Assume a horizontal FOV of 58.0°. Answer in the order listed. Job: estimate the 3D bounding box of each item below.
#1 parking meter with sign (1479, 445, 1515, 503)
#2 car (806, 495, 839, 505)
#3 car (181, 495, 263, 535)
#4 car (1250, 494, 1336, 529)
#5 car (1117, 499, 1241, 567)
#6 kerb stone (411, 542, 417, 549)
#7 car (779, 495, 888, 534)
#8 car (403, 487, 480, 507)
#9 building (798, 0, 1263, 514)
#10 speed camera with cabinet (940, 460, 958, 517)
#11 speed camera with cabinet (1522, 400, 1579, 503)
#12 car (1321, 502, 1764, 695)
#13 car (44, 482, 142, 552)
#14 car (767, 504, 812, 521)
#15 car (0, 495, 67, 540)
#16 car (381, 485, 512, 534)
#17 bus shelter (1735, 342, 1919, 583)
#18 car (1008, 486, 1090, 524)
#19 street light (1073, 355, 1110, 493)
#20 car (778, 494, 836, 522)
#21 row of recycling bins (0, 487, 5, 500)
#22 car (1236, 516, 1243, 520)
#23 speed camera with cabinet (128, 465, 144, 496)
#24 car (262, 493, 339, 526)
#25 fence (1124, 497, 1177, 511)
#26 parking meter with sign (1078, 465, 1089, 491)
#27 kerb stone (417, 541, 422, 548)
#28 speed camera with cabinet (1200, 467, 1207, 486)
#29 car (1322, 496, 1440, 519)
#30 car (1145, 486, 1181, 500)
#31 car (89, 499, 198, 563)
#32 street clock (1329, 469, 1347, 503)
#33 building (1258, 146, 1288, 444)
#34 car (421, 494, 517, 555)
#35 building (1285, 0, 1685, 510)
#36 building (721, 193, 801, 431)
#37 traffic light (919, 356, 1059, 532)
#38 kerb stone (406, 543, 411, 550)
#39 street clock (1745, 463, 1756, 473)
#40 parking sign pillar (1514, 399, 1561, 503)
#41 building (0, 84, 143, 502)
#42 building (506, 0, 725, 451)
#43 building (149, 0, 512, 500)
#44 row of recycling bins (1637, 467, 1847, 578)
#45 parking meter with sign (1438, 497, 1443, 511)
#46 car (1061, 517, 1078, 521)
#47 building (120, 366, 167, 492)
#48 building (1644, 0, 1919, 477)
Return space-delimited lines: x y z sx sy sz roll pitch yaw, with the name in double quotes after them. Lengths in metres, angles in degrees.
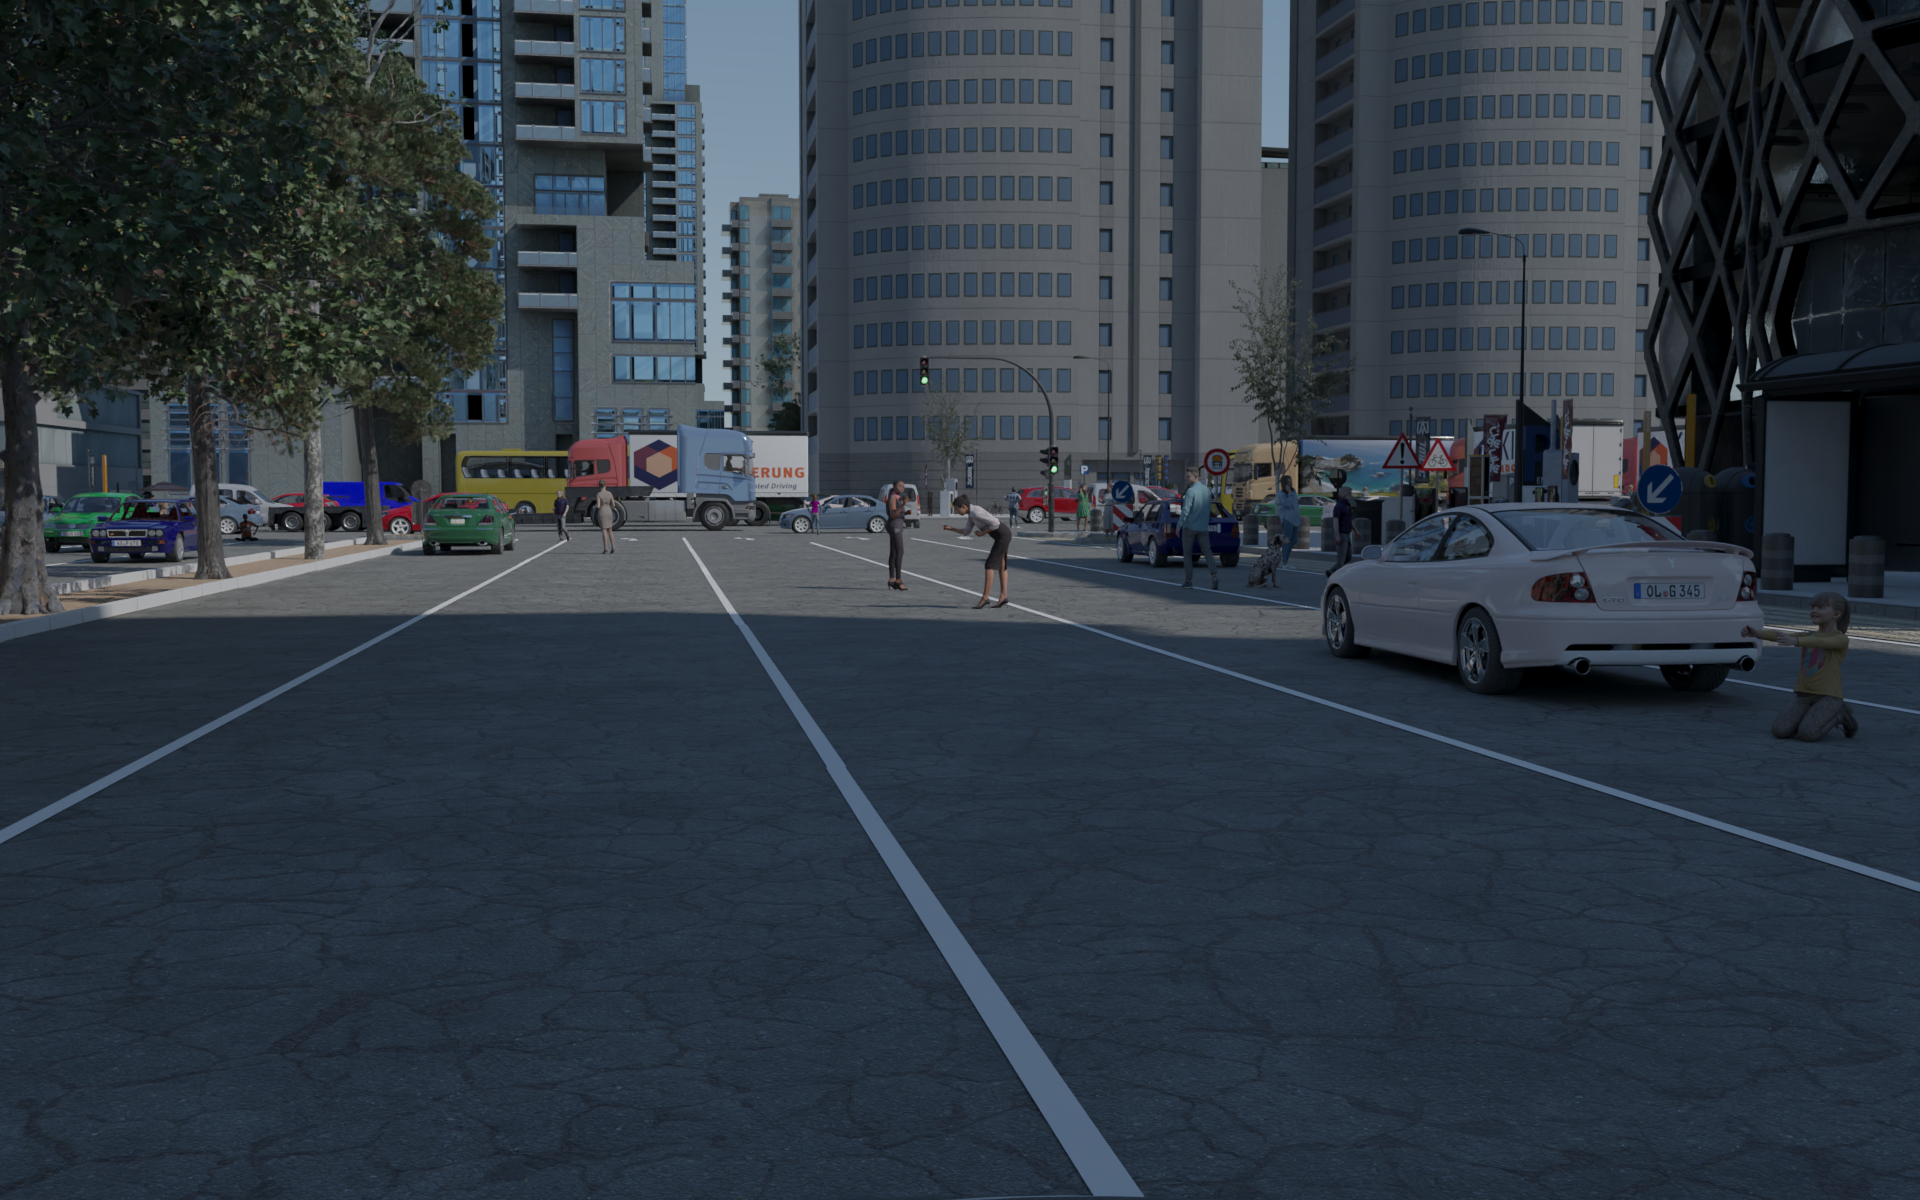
18.987 -3.929 60.495 0.543 3.016 1.738 -2 4 -34 "parking meter with sign"
-5.447 -4.401 84.325 4.827 1.381 2.083 -1 4 -8 "car"
-27.231 -3.034 61.607 4.499 1.417 2.014 -1 4 -11 "car"
13.781 -3.423 67.760 4.920 1.459 2.131 -1 4 -12 "car"
4.381 -1.388 35.267 1.945 1.354 3.894 -1 4 -9 "car"
-14.318 -1.396 45.022 0.120 0.150 1.000 -1 4 -10 "kerb stone"
-4.392 -3.162 63.699 4.499 1.417 2.014 -1 4 -9 "car"
-24.469 -4.487 82.409 4.494 1.783 2.155 -1 4 -11 "car"
3.764 -35.278 118.796 28.212 58.520 21.231 -1 4 -10 "building"
-0.629 -6.429 99.453 0.660 3.252 2.038 1 4 13 "speed camera with cabinet"
12.159 -2.530 35.694 0.660 3.252 2.038 3 4 38 "speed camera with cabinet"
4.407 -0.091 13.854 2.083 1.381 4.827 0 4 -8 "car"
-21.803 -2.155 44.027 1.959 1.807 4.718 -1 4 -9 "car"
-8.249 -4.380 81.396 4.222 1.686 2.009 -1 4 -11 "car"
-26.692 -2.301 49.618 2.014 1.417 4.499 -1 4 -9 "car"
-17.373 -3.007 58.209 4.494 1.783 2.155 -1 4 -12 "car"
12.709 -1.756 22.634 2.014 3.302 5.546 -1 4 -10 "bus shelter"
5.015 -4.668 84.994 5.304 1.827 2.281 -1 4 -10 "car"
4.462 -5.237 58.162 1.470 5.913 1.316 -1 4 -10 "street light"
-7.634 -4.686 86.397 4.222 1.686 2.009 0 4 -8 "car"
-52.969 -5.371 94.934 1.069 1.692 3.534 0 4 -2 "row of recycling bins"
16.718 -4.995 94.024 4.827 1.381 2.083 -1 4 -12 "car"
-55.769 -7.537 117.571 0.660 3.252 2.038 0 4 -3 "speed camera with cabinet"
-29.857 -4.155 76.979 4.494 1.783 2.155 -1 4 -11 "car"
6.367 -2.866 58.067 2.264 1.192 0.480 3 5 41 "fence"
7.467 -6.681 105.499 0.543 3.016 1.738 0 4 -3 "parking meter with sign"
-14.502 -1.458 46.038 0.120 0.150 1.000 -1 4 -10 "kerb stone"
14.616 -6.821 105.854 2.038 3.252 0.660 -3 5 -39 "speed camera with cabinet"
15.733 -3.144 63.772 4.827 1.381 2.083 -1 4 -9 "car"
9.217 -4.461 81.607 5.304 1.827 2.281 -1 4 -12 "car"
-17.402 -1.517 37.380 1.945 1.354 3.894 -1 4 -9 "car"
10.839 -2.761 49.704 0.358 2.002 0.471 -3 5 -39 "street clock"
33.803 -31.957 206.097 14.086 41.232 14.154 -1 4 -10 "building"
-11.968 -1.866 42.306 2.131 1.459 4.920 -1 4 -9 "car"
39.806 -35.530 122.913 28.212 58.520 21.231 -1 4 -10 "building"
-22.648 -40.160 276.219 30.456 49.044 23.786 -1 4 -10 "building"
0.980 -5.061 57.420 4.771 5.953 1.251 -1 4 -10 "traffic light"
-14.146 -1.334 44.008 0.120 0.150 1.000 -1 4 -10 "kerb stone"
18.507 -2.202 40.570 0.358 2.002 0.471 1 4 15 "street clock"
16.496 -3.723 49.350 1.447 3.967 1.447 -1 4 -12 "parking sign pillar"
-70.286 -31.722 107.892 27.495 52.752 28.713 -1 4 -10 "building"
-52.883 -58.516 269.404 31.000 86.520 22.319 -1 4 -10 "building"
-33.141 -48.808 110.683 31.000 86.520 22.319 -1 4 -10 "building"
12.371 -1.198 26.696 3.534 1.692 1.069 -1 4 -10 "row of recycling bins"
28.785 -6.620 104.505 0.543 3.016 1.738 3 5 40 "parking meter with sign"
6.931 -4.827 91.498 3.894 1.354 1.945 -1 4 -11 "car"
-122.818 -29.531 254.538 14.107 30.474 14.160 -1 4 -10 "building"
27.500 -10.700 42.395 16.820 18.784 16.811 -1 4 -10 "building"
